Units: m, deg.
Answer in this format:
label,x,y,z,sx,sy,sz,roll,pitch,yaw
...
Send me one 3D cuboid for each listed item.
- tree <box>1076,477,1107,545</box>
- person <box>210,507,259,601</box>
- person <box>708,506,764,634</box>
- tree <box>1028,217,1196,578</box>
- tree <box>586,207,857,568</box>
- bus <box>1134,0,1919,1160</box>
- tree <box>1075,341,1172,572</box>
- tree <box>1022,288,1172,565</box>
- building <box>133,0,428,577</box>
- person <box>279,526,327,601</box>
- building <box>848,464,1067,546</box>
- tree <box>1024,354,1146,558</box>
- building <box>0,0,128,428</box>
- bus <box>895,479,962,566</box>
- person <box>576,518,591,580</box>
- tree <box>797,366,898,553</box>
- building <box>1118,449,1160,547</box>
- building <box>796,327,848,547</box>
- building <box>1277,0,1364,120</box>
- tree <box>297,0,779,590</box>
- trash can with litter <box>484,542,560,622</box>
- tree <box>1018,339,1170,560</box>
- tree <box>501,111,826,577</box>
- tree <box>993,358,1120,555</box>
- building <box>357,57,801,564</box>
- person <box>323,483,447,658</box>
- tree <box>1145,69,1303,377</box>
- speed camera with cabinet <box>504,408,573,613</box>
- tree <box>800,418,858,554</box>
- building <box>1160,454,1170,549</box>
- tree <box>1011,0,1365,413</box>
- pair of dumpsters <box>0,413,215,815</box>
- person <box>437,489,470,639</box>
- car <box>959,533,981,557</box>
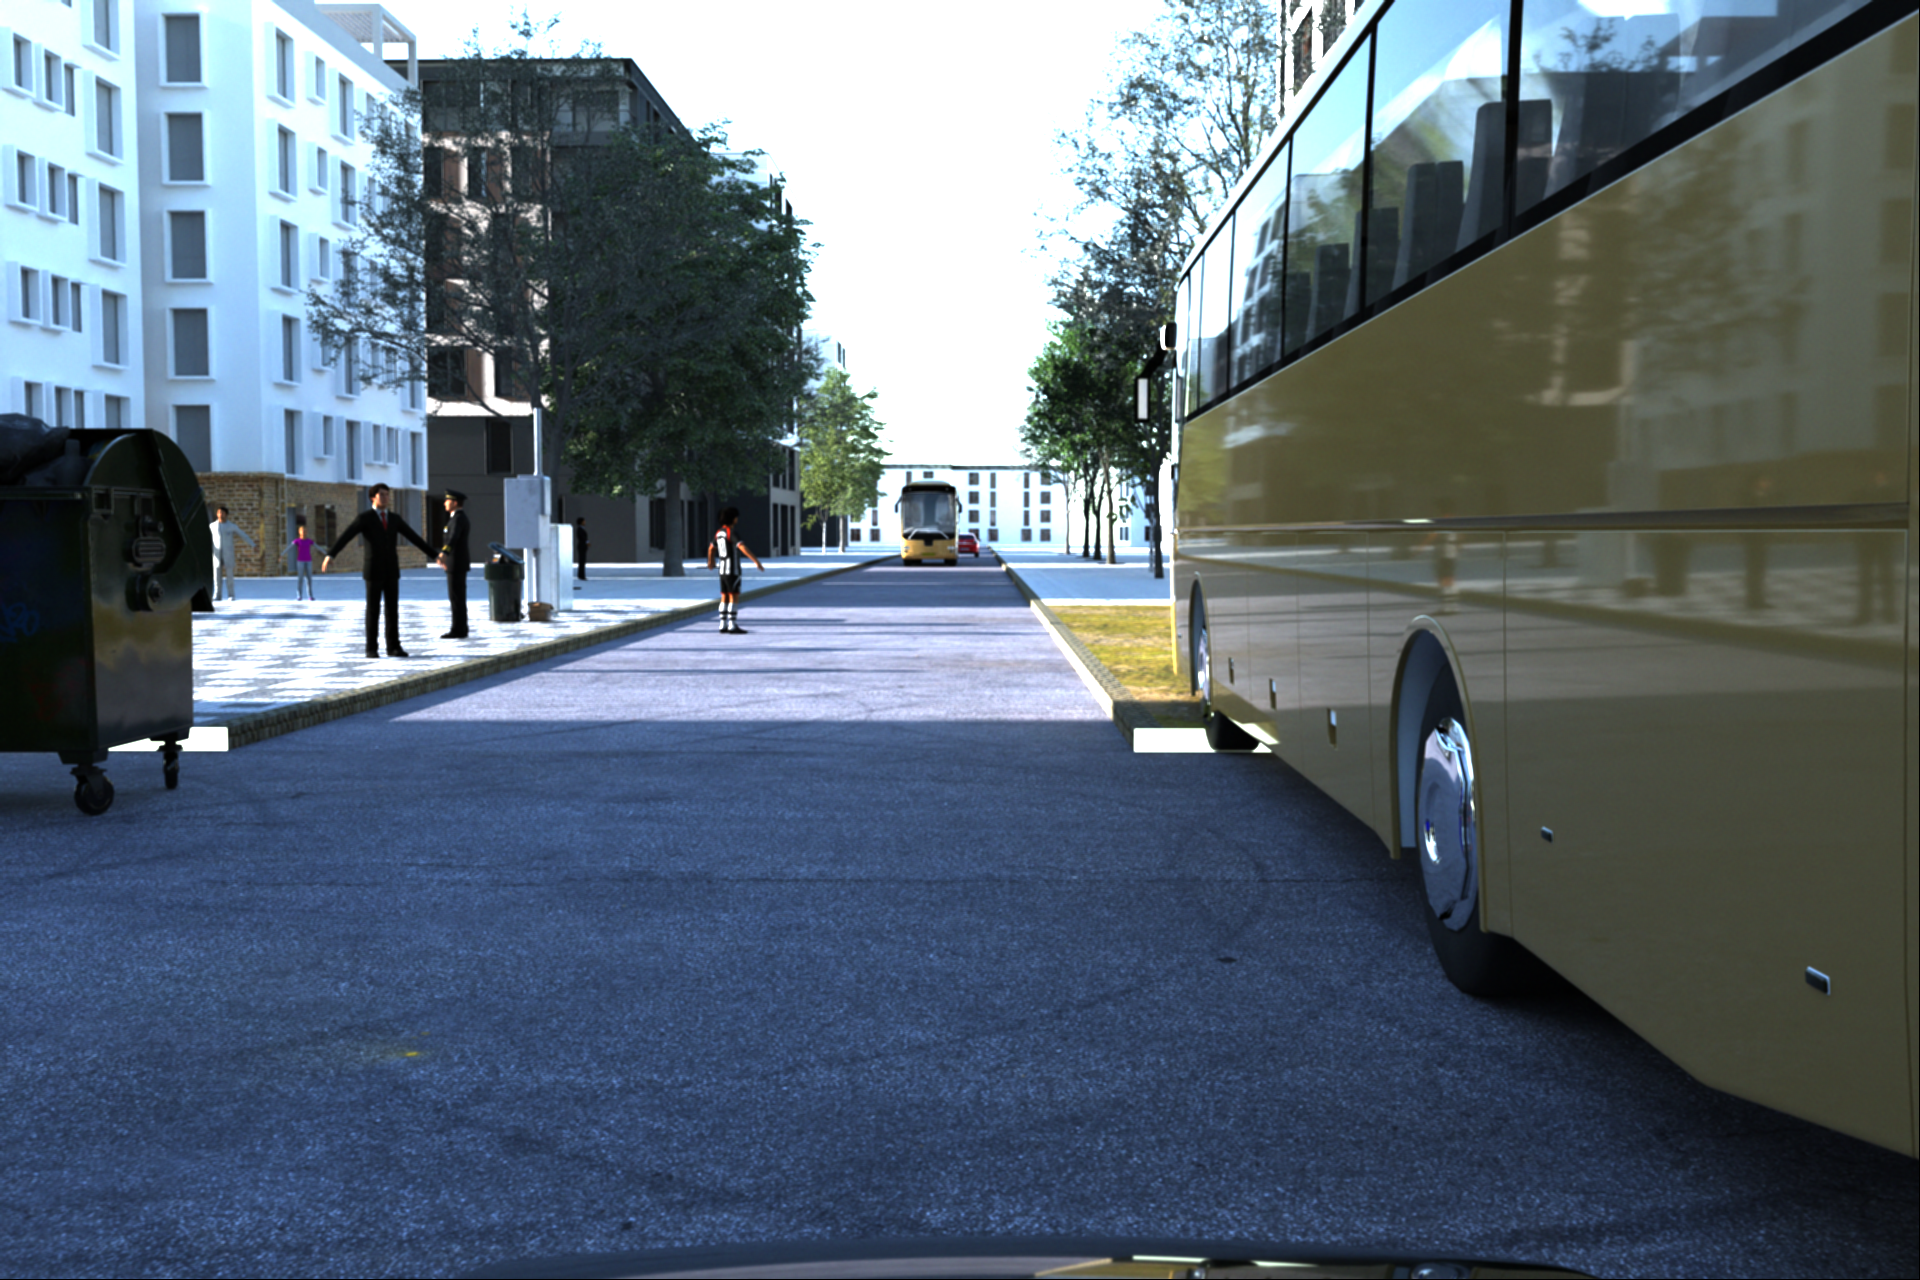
label,x,y,z,sx,sy,sz,roll,pitch,yaw
tree,16.413,-15.843,209.387,4.360,8.622,3.978,0,3,0
person,-14.135,-1.653,33.219,1.347,1.806,0.705,-1,4,-10
person,-3.285,-0.997,24.910,0.704,1.843,1.345,-3,5,-41
tree,5.453,-7.062,49.872,7.601,10.594,8.767,-1,4,-19
tree,-9.409,-9.454,64.944,12.009,13.543,11.850,0,3,0
bus,2.765,-1.017,8.178,2.896,3.916,12.252,0,4,1
tree,6.311,-6.596,58.212,4.737,8.622,4.395,0,3,0
tree,6.261,-9.004,72.965,9.928,11.665,9.643,0,3,0
building,-25.341,-11.997,52.563,16.016,20.090,11.380,0,4,1
person,-12.636,-1.478,33.428,0.991,1.433,0.599,-2,4,-35
building,-1.036,-16.045,206.947,28.070,9.664,9.099,0,4,0
tree,6.948,-10.283,93.890,9.928,11.665,9.643,0,3,0
building,-28.199,-10.968,35.743,16.016,20.090,11.380,0,4,0
bus,-1.325,-5.461,80.831,2.896,3.916,12.252,0,4,0
person,-10.447,-2.538,48.216,0.721,1.740,1.216,-1,4,-22
tree,-8.101,-12.199,117.583,7.486,12.596,7.792,0,3,0
building,21.201,-13.972,170.587,9.099,9.664,28.070,0,4,0
building,-26.237,-19.972,170.510,27.936,21.610,32.646,0,4,1
building,25.072,-13.417,63.335,27.936,21.610,32.646,0,4,1
tree,-9.427,-7.921,39.882,12.009,13.543,11.850,0,3,0
trash can with litter,-6.433,-0.860,25.440,1.055,1.170,0.624,0,4,2
tree,6.678,-9.697,84.309,9.928,11.665,9.643,0,3,0
tree,-8.780,-8.890,52.006,9.857,13.997,8.962,0,3,0
tree,6.871,-12.112,108.400,12.009,13.543,11.850,0,3,0
building,-24.209,-15.121,91.205,27.936,21.610,32.646,0,4,1
person,-6.000,-0.723,18.009,1.347,1.806,0.705,-3,5,-44
tree,5.673,-4.707,27.324,4.360,8.622,3.978,0,3,0
speed camera with cabinet,-6.805,-2.059,28.008,0.660,3.252,2.038,0,4,2
tree,-8.655,-9.819,110.906,4.737,8.622,4.395,0,3,0
building,21.986,-12.107,140.089,9.099,9.664,28.070,0,4,1
tree,6.135,-7.659,35.591,12.009,13.543,11.850,0,3,0
pair of dumpsters,-6.448,-0.258,9.165,4.436,2.255,1.574,0,4,0
person,-6.243,-0.945,21.384,0.705,1.837,1.347,-1,4,-8
car,0.270,-6.091,108.631,2.155,1.783,4.494,0,4,-1
